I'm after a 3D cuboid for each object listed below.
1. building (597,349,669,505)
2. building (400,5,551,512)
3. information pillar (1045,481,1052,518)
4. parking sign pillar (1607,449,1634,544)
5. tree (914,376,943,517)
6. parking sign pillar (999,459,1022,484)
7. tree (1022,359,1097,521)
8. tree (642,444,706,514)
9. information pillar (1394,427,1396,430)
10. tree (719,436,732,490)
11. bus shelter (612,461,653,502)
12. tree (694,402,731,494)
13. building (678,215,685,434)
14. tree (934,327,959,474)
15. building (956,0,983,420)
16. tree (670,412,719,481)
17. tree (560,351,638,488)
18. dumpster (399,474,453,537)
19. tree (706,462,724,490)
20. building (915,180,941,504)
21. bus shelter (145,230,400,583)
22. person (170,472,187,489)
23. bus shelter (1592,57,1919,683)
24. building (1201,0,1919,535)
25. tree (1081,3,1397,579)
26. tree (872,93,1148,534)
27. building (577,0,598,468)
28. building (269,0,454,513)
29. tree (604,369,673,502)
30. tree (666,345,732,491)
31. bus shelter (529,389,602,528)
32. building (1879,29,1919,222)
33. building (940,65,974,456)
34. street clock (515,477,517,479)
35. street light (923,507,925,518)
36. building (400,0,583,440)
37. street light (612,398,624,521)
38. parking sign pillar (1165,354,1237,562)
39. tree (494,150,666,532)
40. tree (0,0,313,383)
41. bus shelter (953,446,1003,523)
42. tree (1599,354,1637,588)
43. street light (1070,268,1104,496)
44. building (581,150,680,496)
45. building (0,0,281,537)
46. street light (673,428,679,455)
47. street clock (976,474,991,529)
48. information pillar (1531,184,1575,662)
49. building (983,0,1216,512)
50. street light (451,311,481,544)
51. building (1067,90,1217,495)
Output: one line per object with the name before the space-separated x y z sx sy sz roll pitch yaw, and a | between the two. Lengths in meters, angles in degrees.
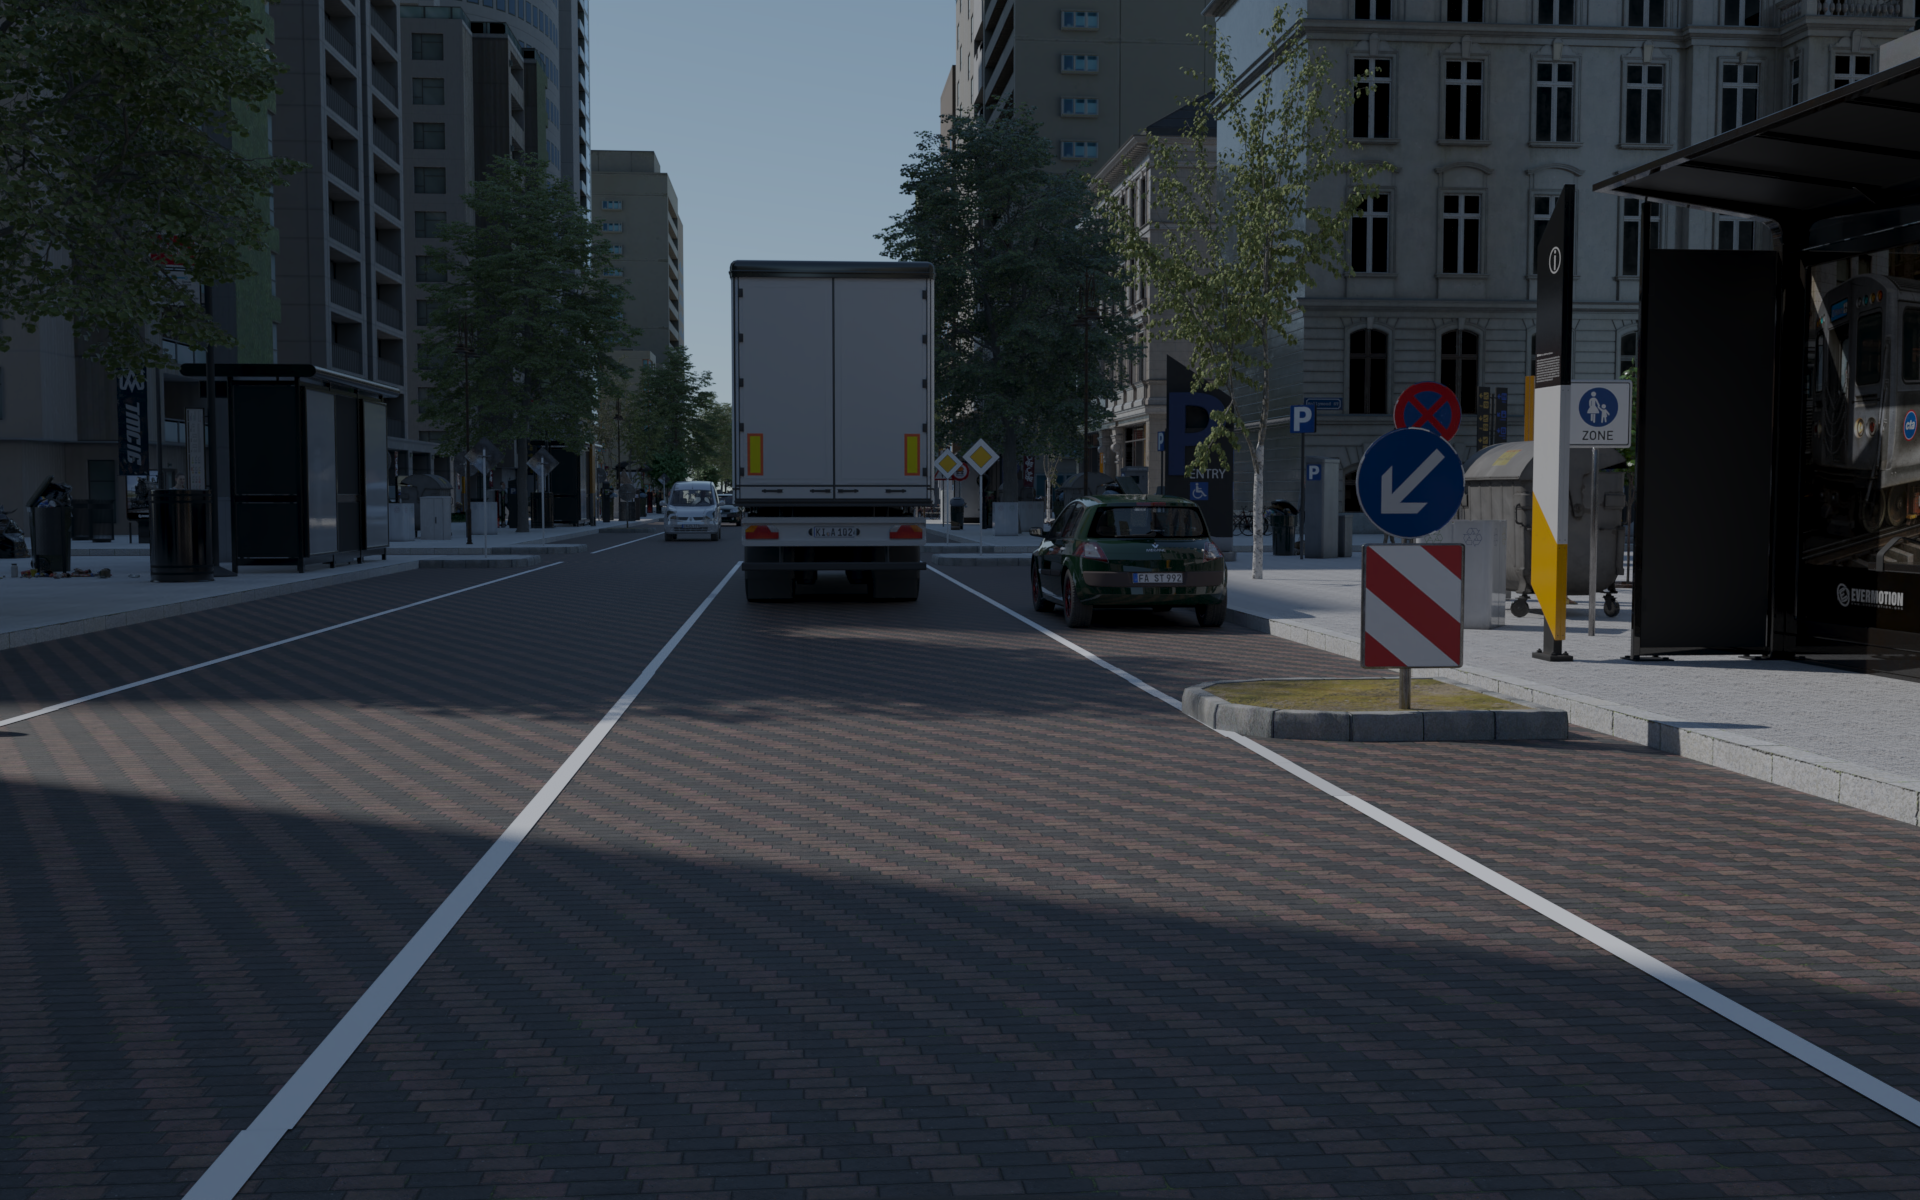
building | -52.440 -23.063 222.126 27.650 21.520 28.899 0 4 -5
building | -33.302 -20.477 106.495 14.160 30.474 14.107 0 4 -5
information pillar | 4.817 -5.477 94.033 0.304 2.012 0.304 2 4 31
parking sign pillar | 17.744 -3.466 45.140 1.447 3.967 1.447 0 4 3
tree | -2.519 -8.484 89.069 4.737 8.622 4.395 0 3 0
parking sign pillar | 2.655 -6.376 92.724 1.447 3.967 1.447 -1 4 -15
tree | 4.459 -8.077 82.428 4.360 8.622 3.978 0 3 0
tree | -19.105 -7.908 113.006 4.285 4.588 4.351 0 3 0
information pillar | 13.242 -3.729 52.319 0.183 3.616 0.504 -1 4 -21
tree | -33.364 -21.234 264.185 9.611 12.733 9.660 0 3 0
bus shelter | -20.327 -6.958 107.679 2.014 3.302 5.546 0 4 -5
tree | -31.233 -19.584 230.569 12.009 13.543 11.850 0 3 0
building | -49.595 -37.605 264.957 14.600 45.320 14.200 0 4 -5
tree | -3.817 -11.301 102.896 7.486 12.596 7.792 0 3 0
building | 14.144 -34.784 157.958 28.713 52.752 27.495 0 4 -5
tree | -23.474 -12.388 152.903 4.360 8.622 3.978 0 3 0
tree | -17.933 -8.341 86.744 4.360 8.622 3.978 0 3 0
dumpster | -15.582 -2.738 50.531 1.264 1.857 1.865 0 4 -6
tree | -25.231 -11.568 172.847 4.285 4.588 4.351 0 3 0
building | 1.018 -33.340 228.709 14.154 41.232 14.086 0 4 -5
bus shelter | -11.554 -3.157 29.246 2.179 5.291 8.768 0 4 -5
person | -14.933 -1.599 33.192 0.522 1.701 0.512 3 5 44
bus shelter | 5.936 -1.162 10.277 1.731 3.624 6.357 0 4 -5
building | 27.130 -14.781 60.759 34.723 24.649 14.460 0 4 -5
tree | 4.277 -4.626 26.002 4.737 8.622 4.395 0 3 0
tree | 1.705 -9.116 55.697 9.857 13.997 8.962 0 3 0
building | -44.399 -51.653 157.195 22.319 86.520 31.000 0 4 -5
building | -35.211 -39.229 79.651 20.563 71.187 20.611 0 4 -5
tree | -18.793 -9.167 100.248 4.737 8.622 4.395 0 3 0
tree | -21.735 -13.054 131.555 7.486 12.596 7.792 0 3 0
bus shelter | -15.795 -5.576 68.792 2.179 5.291 8.768 0 4 -5
building | 24.894 -24.045 12.747 23.786 49.044 30.456 0 4 -5
building | 5.446 -32.334 178.767 14.600 45.320 14.200 0 4 -5
street clock | -19.117 -4.308 75.009 0.358 2.002 0.471 -1 4 -12
street light | -1.644 -6.538 79.684 0.468 5.910 1.993 0 4 -5
building | -40.685 -35.882 128.664 21.231 58.520 28.212 0 4 -5
street light | -16.178 -6.691 82.191 0.468 5.910 1.993 0 4 -5
parking sign pillar | 4.594 -2.736 33.213 1.447 3.967 1.447 1 4 11
tree | -14.263 -8.548 57.888 7.486 12.596 7.792 0 3 0
tree | -10.635 -6.137 18.471 7.486 12.596 7.792 0 3 0
bus shelter | 0.730 -4.856 73.322 2.014 3.302 5.546 0 4 -5
tree | 9.388 -1.796 23.971 1.663 3.219 1.824 0 3 0
street light | 2.598 -3.846 35.669 0.468 5.910 1.993 0 4 -5
building | -51.473 -38.106 246.738 21.300 48.544 21.600 0 4 -5
building | -31.340 -22.747 55.516 14.154 41.232 14.086 0 4 -5
street light | -19.511 -8.949 119.108 0.468 5.910 1.993 0 4 -5
street clock | 0.858 -3.582 63.137 0.471 2.002 0.358 2 4 28
information pillar | 4.581 -1.347 13.386 0.183 3.616 0.504 0 4 -5
building | 13.500 -31.174 133.398 21.300 48.544 21.600 0 4 -5
street light | -12.522 -4.358 44.044 0.468 5.910 1.993 0 4 -5
building | 11.257 -15.234 99.980 10.553 20.767 40.483 0 4 -5
